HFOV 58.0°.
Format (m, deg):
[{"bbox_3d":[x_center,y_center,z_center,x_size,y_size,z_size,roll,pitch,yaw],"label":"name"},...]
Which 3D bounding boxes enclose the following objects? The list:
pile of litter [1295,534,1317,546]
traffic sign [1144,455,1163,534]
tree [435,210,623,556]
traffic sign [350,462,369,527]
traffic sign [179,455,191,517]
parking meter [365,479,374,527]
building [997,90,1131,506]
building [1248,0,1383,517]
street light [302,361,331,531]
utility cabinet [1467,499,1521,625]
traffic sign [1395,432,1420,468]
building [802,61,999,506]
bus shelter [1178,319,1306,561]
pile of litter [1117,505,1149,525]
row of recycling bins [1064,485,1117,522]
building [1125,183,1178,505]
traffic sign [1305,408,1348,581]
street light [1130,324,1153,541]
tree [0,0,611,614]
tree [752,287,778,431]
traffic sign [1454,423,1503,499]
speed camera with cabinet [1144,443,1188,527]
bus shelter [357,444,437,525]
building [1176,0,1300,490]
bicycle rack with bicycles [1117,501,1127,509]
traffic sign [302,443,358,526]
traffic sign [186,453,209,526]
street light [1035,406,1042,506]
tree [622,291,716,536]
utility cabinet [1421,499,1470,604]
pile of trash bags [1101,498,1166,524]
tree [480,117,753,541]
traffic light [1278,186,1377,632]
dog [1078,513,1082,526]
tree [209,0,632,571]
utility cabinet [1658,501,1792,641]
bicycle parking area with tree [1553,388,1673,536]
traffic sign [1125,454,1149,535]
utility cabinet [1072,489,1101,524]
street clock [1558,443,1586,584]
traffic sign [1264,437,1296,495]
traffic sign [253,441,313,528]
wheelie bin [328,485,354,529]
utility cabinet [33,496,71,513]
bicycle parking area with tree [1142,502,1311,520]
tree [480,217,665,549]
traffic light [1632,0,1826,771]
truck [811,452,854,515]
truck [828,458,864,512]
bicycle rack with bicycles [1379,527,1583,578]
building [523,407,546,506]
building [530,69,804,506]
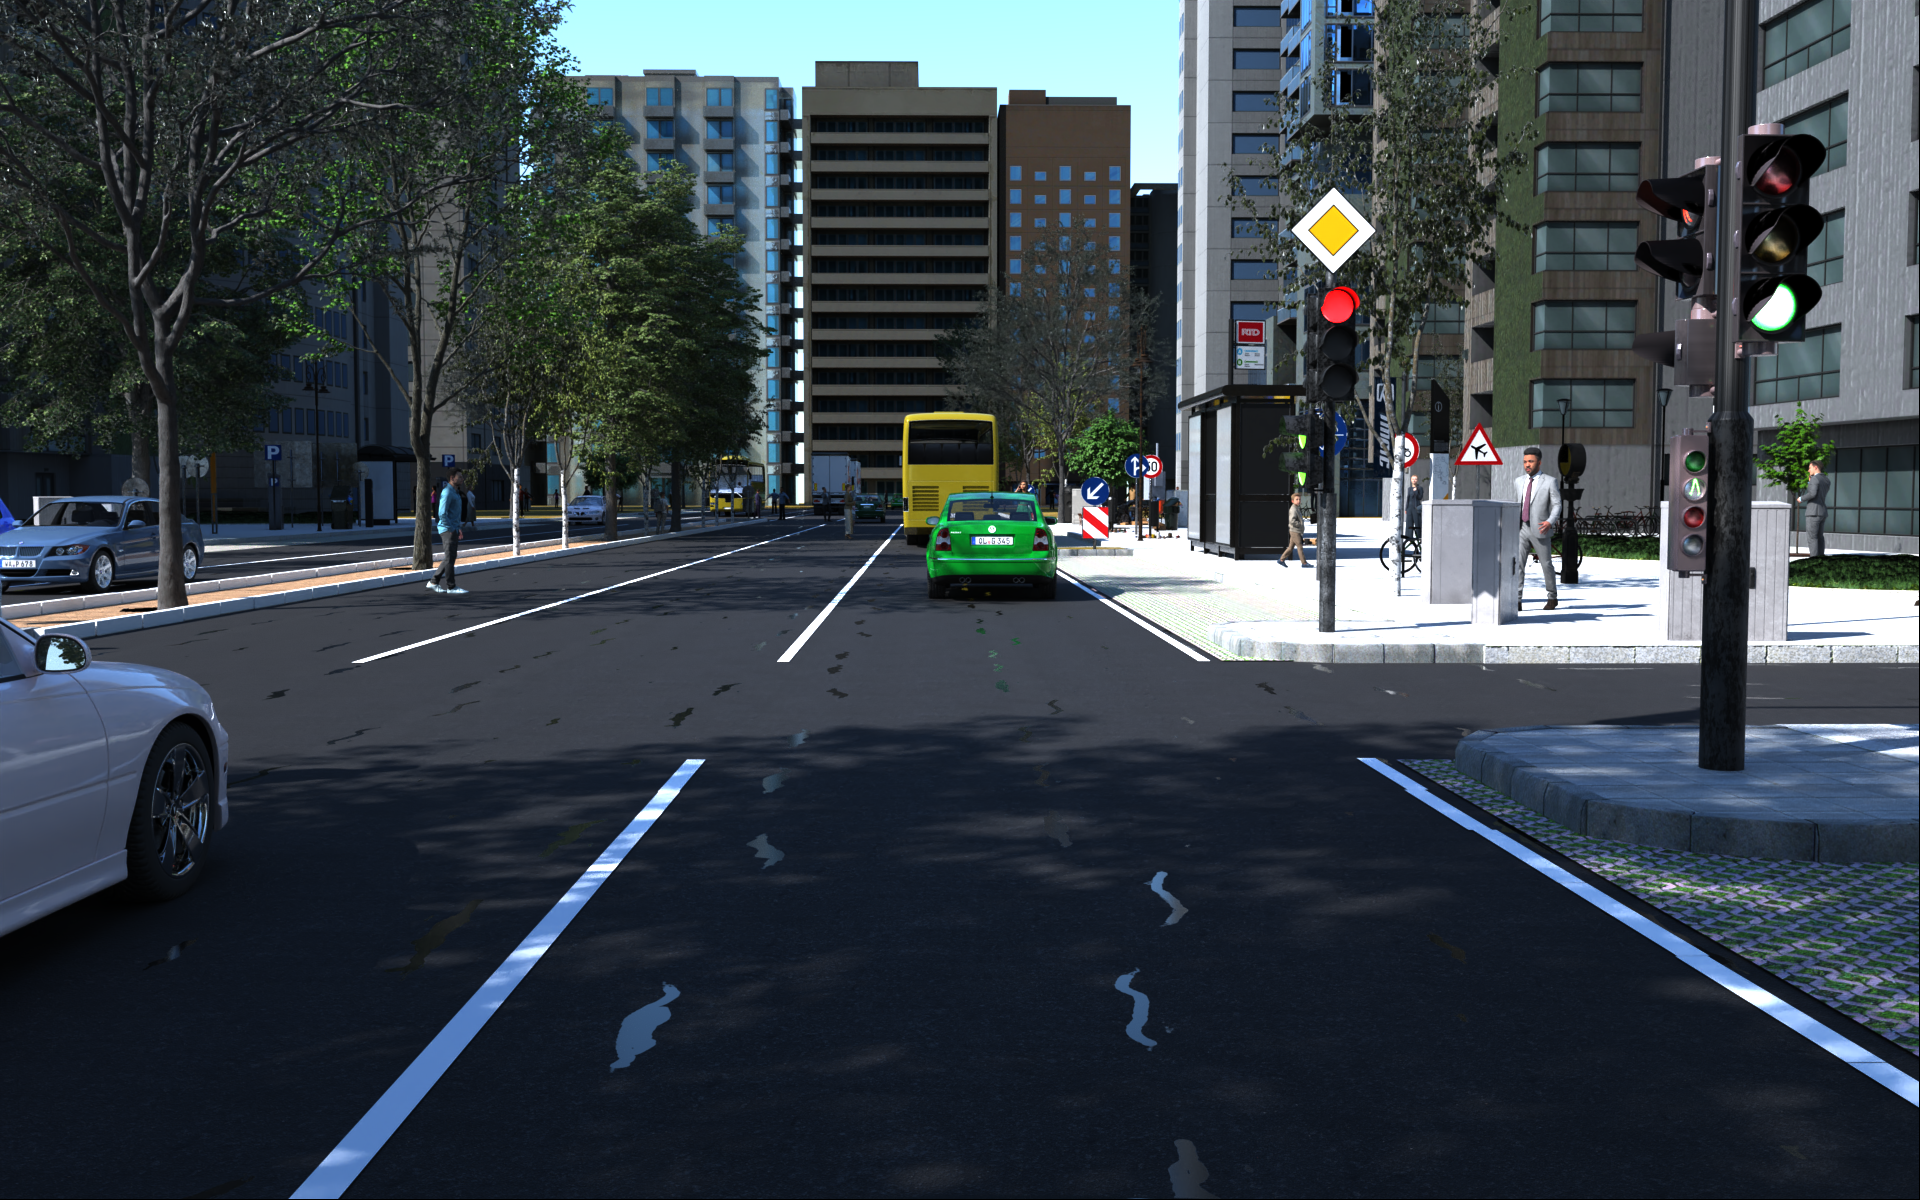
[{"bbox_3d":[8.541,-1.816,43.661,1.176,0.858,1.719,0,4,4],"label":"pile of litter"},{"bbox_3d":[6.177,-3.425,56.105,0.768,2.556,0.104,0,4,7],"label":"traffic sign"},{"bbox_3d":[-10.289,-5.338,40.097,4.360,8.622,3.978,0,3,0],"label":"tree"},{"bbox_3d":[-23.623,-4.160,68.120,0.768,2.556,0.104,0,4,1],"label":"traffic sign"},{"bbox_3d":[-25.458,-3.469,56.824,0.768,2.556,0.104,0,4,2],"label":"traffic sign"},{"bbox_3d":[-22.774,-3.733,66.746,0.255,1.863,0.399,-1,4,-12],"label":"parking meter"},{"bbox_3d":[11.270,-33.351,195.403,14.200,45.320,14.600,0,4,-1],"label":"building"},{"bbox_3d":[28.767,-48.666,108.361,22.319,86.520,31.000,0,4,-1],"label":"building"},{"bbox_3d":[-22.123,-5.312,59.643,0.468,5.910,1.993,0,4,-1],"label":"street light"},{"bbox_3d":[5.388,-0.380,17.383,0.306,1.237,1.020,2,4,27],"label":"utility cabinet"},{"bbox_3d":[8.917,-2.143,35.150,0.768,2.556,0.104,0,4,2],"label":"traffic sign"},{"bbox_3d":[-6.684,-35.134,198.136,21.600,48.544,21.300,0,4,-1],"label":"building"},{"bbox_3d":[6.015,-3.660,37.470,2.179,5.291,8.768,0,4,-1],"label":"bus shelter"},{"bbox_3d":[7.302,-3.528,71.650,1.719,0.858,1.176,0,4,-1],"label":"pile of litter"},{"bbox_3d":[5.977,-4.387,78.833,1.069,1.692,3.534,3,5,42],"label":"row of recycling bins"},{"bbox_3d":[30.610,-31.383,205.000,23.993,40.220,32.217,0,4,-1],"label":"building"},{"bbox_3d":[5.320,-1.559,25.589,0.768,2.556,0.104,0,4,-1],"label":"traffic sign"},{"bbox_3d":[4.943,-4.556,47.276,0.468,5.910,1.993,0,4,-1],"label":"street light"},{"bbox_3d":[-9.532,-6.585,20.495,12.009,13.543,11.850,0,3,0],"label":"tree"},{"bbox_3d":[-10.723,-8.816,64.725,7.486,12.596,7.792,0,3,0],"label":"tree"},{"bbox_3d":[9.468,-1.938,31.687,0.884,2.594,0.081,0,4,1],"label":"traffic sign"},{"bbox_3d":[8.179,-4.489,67.728,2.038,3.252,0.660,-2,4,-27],"label":"speed camera with cabinet"},{"bbox_3d":[-23.949,-4.859,73.373,2.014,3.302,5.546,0,4,-1],"label":"bus shelter"},{"bbox_3d":[28.091,-36.499,138.759,21.231,58.520,28.212,0,4,-1],"label":"building"},{"bbox_3d":[7.357,-4.680,89.907,2.852,0.926,2.925,0,4,-1],"label":"bicycle rack with bicycles"},{"bbox_3d":[-25.111,-4.595,68.995,2.265,3.308,0.079,0,4,3],"label":"traffic sign"},{"bbox_3d":[-23.753,-3.294,53.959,0.768,2.556,0.104,1,4,8],"label":"traffic sign"},{"bbox_3d":[4.144,-7.206,90.604,0.468,5.910,1.993,0,4,-1],"label":"street light"},{"bbox_3d":[-10.656,-6.480,58.768,4.360,8.622,3.978,0,3,0],"label":"tree"},{"bbox_3d":[5.942,-0.560,20.315,1.020,1.237,0.306,-1,4,-10],"label":"utility cabinet"},{"bbox_3d":[7.299,-3.937,74.117,3.447,1.369,1.912,3,4,38],"label":"pile of trash bags"},{"bbox_3d":[-10.712,-8.076,52.634,7.486,12.596,7.792,0,3,0],"label":"tree"},{"bbox_3d":[3.396,-1.657,16.005,0.839,4.253,0.868,0,4,-1],"label":"traffic light"},{"bbox_3d":[5.024,-3.249,69.950,0.406,0.507,0.540,1,4,23],"label":"dog"},{"bbox_3d":[-10.000,-6.356,32.130,9.928,11.665,9.643,0,3,0],"label":"tree"},{"bbox_3d":[6.706,-0.247,15.203,1.020,1.237,0.306,0,4,4],"label":"utility cabinet"},{"bbox_3d":[18.837,-3.838,49.759,9.016,4.147,8.231,0,4,3],"label":"bicycle parking area with tree"},{"bbox_3d":[5.576,-3.338,54.683,0.768,2.556,0.104,0,4,0],"label":"traffic sign"},{"bbox_3d":[5.250,-3.870,71.954,1.173,1.500,0.318,1,4,8],"label":"utility cabinet"},{"bbox_3d":[8.739,-1.236,24.781,0.358,2.002,0.471,0,4,-3],"label":"street clock"},{"bbox_3d":[7.985,-3.258,47.141,2.265,3.308,0.079,0,4,4],"label":"traffic sign"},{"bbox_3d":[-25.770,-4.408,65.939,2.265,3.308,0.079,0,4,3],"label":"traffic sign"},{"bbox_3d":[-22.544,-3.379,63.154,0.980,1.594,0.693,0,4,6],"label":"wheelie bin"},{"bbox_3d":[-24.231,-2.155,46.394,0.306,1.237,1.020,2,4,33],"label":"utility cabinet"},{"bbox_3d":[13.213,-6.129,87.218,9.016,4.147,8.231,0,4,8],"label":"bicycle parking area with tree"},{"bbox_3d":[-10.257,-5.622,44.738,4.737,8.622,4.395,0,3,0],"label":"tree"},{"bbox_3d":[1.450,-2.029,7.842,4.771,5.953,1.251,0,4,-1],"label":"traffic light"},{"bbox_3d":[-8.984,-8.142,122.035,2.839,4.237,11.283,0,4,-2],"label":"truck"},{"bbox_3d":[-9.393,-9.288,140.768,2.839,4.237,11.283,0,4,-1],"label":"truck"},{"bbox_3d":[7.953,-0.836,27.055,2.925,0.926,2.852,2,4,33],"label":"bicycle rack with bicycles"},{"bbox_3d":[-62.683,-21.818,201.755,28.899,21.520,27.650,0,4,-1],"label":"building"},{"bbox_3d":[-32.718,-35.392,198.261,30.456,49.044,23.786,0,4,-1],"label":"building"}]
